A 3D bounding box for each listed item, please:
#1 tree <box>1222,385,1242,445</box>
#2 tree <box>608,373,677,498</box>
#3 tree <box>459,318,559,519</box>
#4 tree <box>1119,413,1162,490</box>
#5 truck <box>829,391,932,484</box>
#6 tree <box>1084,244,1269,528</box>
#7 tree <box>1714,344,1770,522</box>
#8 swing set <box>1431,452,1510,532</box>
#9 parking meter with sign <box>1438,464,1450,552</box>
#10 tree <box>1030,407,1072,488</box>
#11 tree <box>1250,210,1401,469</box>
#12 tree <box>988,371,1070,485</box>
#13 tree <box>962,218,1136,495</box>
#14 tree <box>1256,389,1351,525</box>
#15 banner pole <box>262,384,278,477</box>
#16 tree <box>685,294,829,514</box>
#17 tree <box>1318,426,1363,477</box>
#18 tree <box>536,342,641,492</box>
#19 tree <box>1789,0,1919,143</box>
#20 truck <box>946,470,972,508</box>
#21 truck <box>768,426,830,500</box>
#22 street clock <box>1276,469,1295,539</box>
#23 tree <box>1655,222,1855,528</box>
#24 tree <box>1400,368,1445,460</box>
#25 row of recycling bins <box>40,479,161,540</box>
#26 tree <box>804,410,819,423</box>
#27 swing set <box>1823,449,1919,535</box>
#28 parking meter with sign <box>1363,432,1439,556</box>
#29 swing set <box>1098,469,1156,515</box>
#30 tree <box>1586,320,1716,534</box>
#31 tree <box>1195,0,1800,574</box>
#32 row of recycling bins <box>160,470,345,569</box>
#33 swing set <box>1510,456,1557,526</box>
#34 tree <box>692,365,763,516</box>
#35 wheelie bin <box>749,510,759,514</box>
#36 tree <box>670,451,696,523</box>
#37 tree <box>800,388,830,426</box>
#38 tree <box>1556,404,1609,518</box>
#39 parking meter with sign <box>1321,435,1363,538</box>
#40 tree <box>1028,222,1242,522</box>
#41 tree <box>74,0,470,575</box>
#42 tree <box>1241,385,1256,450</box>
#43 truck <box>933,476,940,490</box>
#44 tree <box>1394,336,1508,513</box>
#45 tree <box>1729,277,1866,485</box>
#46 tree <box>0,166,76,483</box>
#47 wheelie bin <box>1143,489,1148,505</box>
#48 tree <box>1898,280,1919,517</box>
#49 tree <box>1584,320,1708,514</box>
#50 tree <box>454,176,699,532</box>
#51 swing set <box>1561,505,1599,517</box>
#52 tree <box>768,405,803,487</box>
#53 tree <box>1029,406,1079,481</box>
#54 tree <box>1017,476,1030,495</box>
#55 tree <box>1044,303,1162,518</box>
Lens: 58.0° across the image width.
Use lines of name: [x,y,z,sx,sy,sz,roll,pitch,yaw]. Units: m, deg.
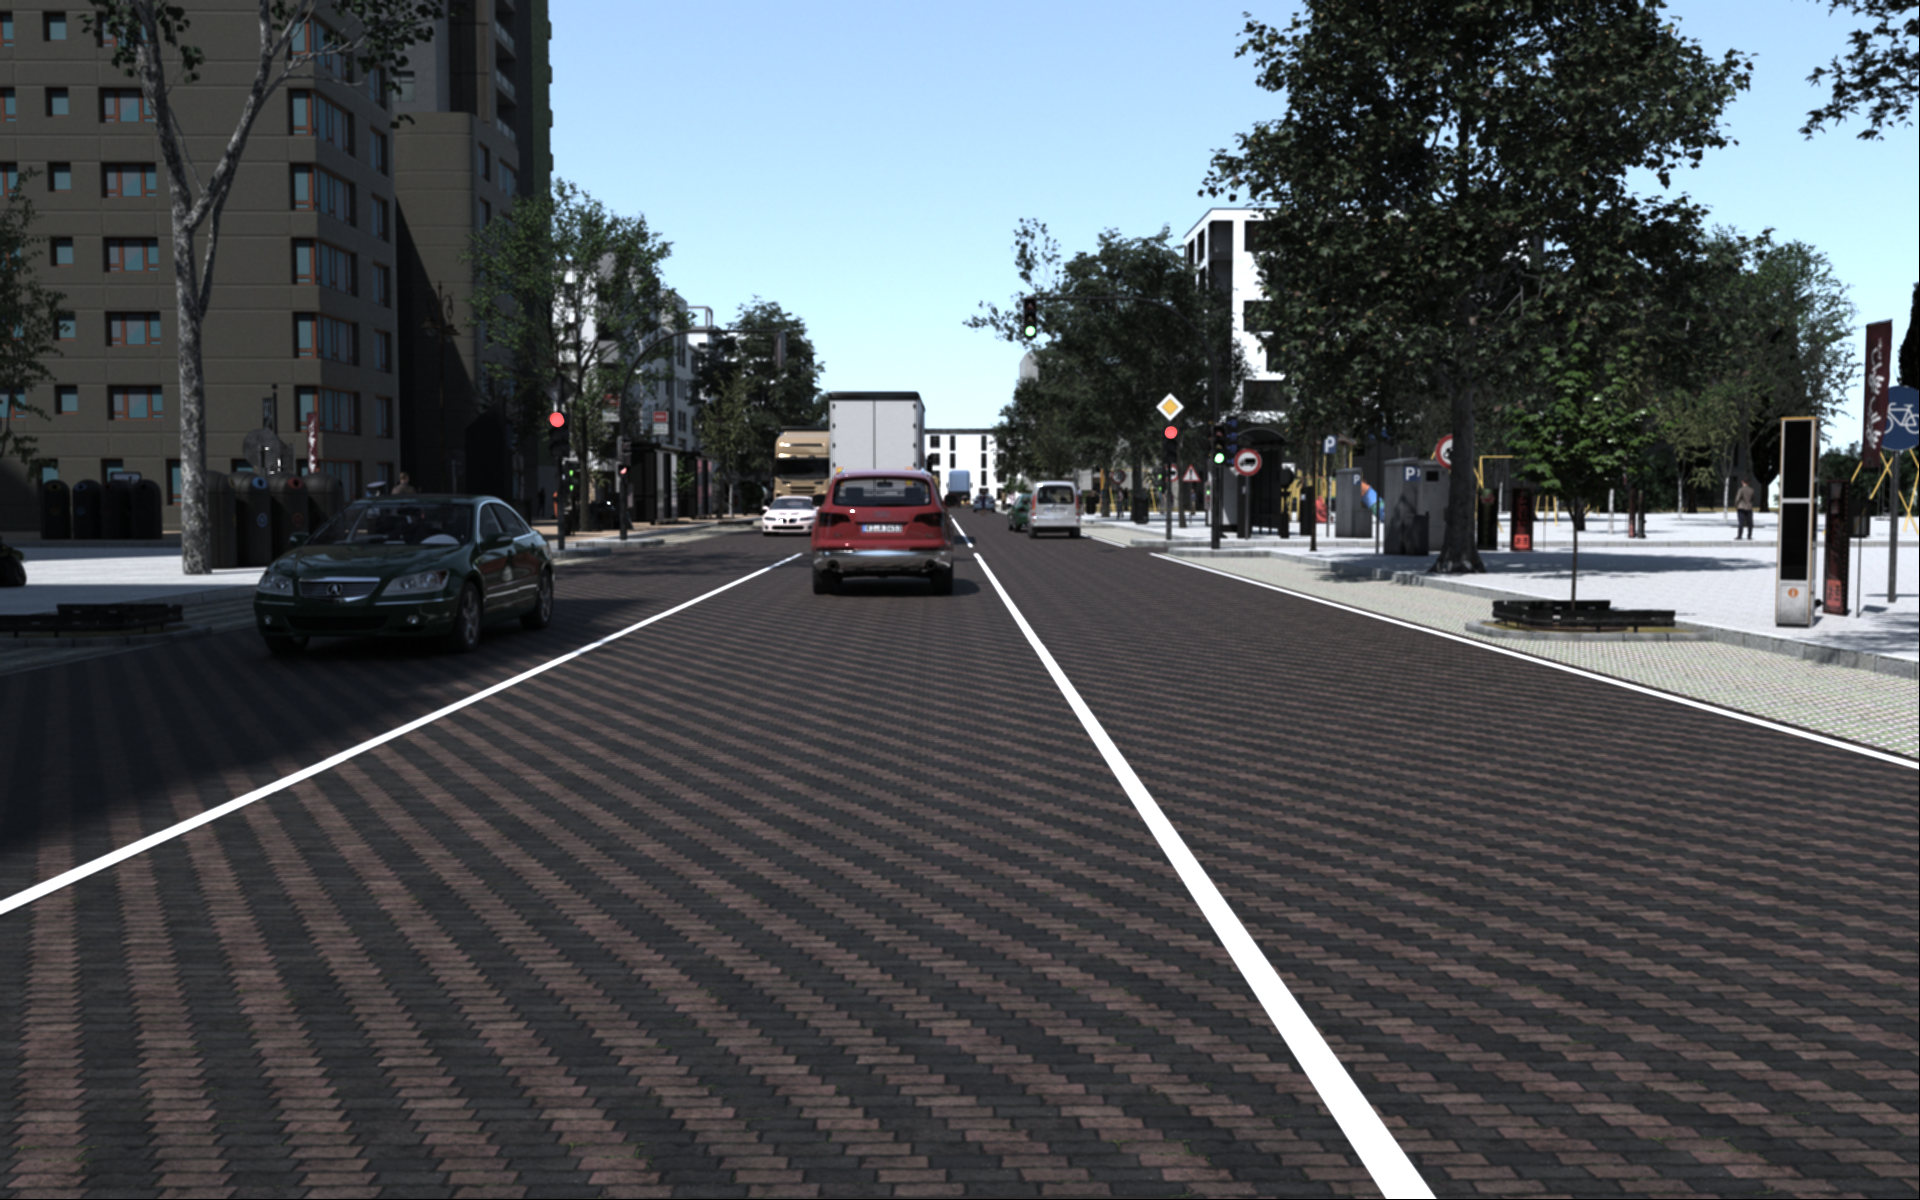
tree: [18.069,-9.995,113.780,4.360,8.622,3.978,0,3,0]
tree: [-18.741,-9.158,100.089,4.360,8.622,3.978,0,3,0]
tree: [-18.421,-7.449,72.159,4.360,8.622,3.978,0,3,0]
tree: [10.806,-9.268,101.898,4.737,8.622,4.395,0,3,0]
truck: [-2.339,-3.911,52.861,2.839,4.237,11.283,0,3,0]
tree: [8.073,-7.990,65.054,7.601,10.594,8.767,1,4,13]
tree: [34.835,-7.859,78.854,4.737,8.622,4.395,0,3,0]
swing set: [16.984,-3.813,59.970,2.862,2.851,3.119,0,4,-1]
parking meter with sign: [10.495,-2.590,38.611,1.738,3.016,0.543,0,4,-8]
tree: [7.549,-11.814,143.516,4.737,8.622,4.395,0,3,0]
tree: [24.105,-15.076,102.375,12.611,20.169,13.585,0,3,0]
tree: [7.250,-14.991,162.113,9.611,12.733,9.660,0,3,0]
tree: [6.663,-16.163,120.160,12.611,20.169,13.585,0,3,0]
tree: [15.412,-7.483,72.714,4.360,8.622,3.978,0,3,0]
banner pole: [-15.709,-3.030,39.554,0.863,3.779,0.401,3,5,44]
tree: [-13.123,-12.579,112.314,9.857,13.997,8.962,0,3,0]
tree: [25.082,-10.161,116.494,4.737,8.622,4.395,0,3,0]
tree: [-18.189,-8.124,83.189,4.737,8.622,4.395,0,3,0]
tree: [8.632,-4.670,10.761,7.601,10.594,8.767,0,4,-4]
truck: [-0.093,-12.252,190.075,2.967,4.110,18.799,0,4,0]
truck: [-6.196,-5.200,73.935,2.839,4.237,11.283,0,4,1]
street clock: [9.345,-2.765,49.771,0.471,2.002,0.358,3,5,43]
tree: [30.272,-8.610,66.529,9.928,11.665,9.643,0,3,0]
tree: [32.038,-11.694,116.945,9.928,11.665,9.643,0,3,0]
row of recycling bins: [-24.360,-2.570,49.140,3.534,1.692,1.069,0,4,5]
tree: [-12.904,-11.579,139.676,4.737,8.622,4.395,0,3,0]
swing set: [28.514,-3.399,53.194,2.862,2.851,3.119,1,4,11]
parking meter with sign: [9.306,-2.468,36.612,0.543,3.016,1.738,-1,4,-20]
swing set: [10.738,-6.887,110.228,3.119,2.851,2.862,-1,4,-17]
tree: [20.702,-6.413,55.207,4.737,8.622,4.395,0,3,0]
tree: [8.271,-6.800,28.184,9.611,12.733,9.660,0,3,0]
row of recycling bins: [-12.472,-1.465,31.065,1.069,1.692,3.534,1,4,21]
swing set: [22.796,-4.517,71.472,3.119,2.851,2.862,1,4,10]
tree: [-13.216,-9.108,99.276,4.737,8.622,4.395,0,3,0]
wheelie bin: [-12.940,-6.239,109.912,0.980,1.594,0.693,-2,4,-33]
tree: [-12.648,-5.114,78.218,1.663,3.219,1.824,0,3,0]
tree: [-14.395,-16.581,188.105,9.611,12.733,9.660,0,3,0]
tree: [31.627,-8.589,90.788,4.360,8.622,3.978,0,3,0]
parking meter with sign: [11.368,-3.331,50.719,0.543,3.016,1.738,-2,4,-32]
tree: [8.190,-10.647,80.732,9.857,13.997,8.962,0,3,0]
tree: [-10.883,-10.425,26.344,12.611,20.169,13.585,0,3,0]
tree: [17.100,-8.304,86.126,4.360,8.622,3.978,0,3,0]
truck: [-3.674,-11.458,183.266,3.469,3.379,9.791,0,4,-3]
tree: [18.441,-7.068,65.930,4.360,8.622,3.978,0,3,0]
tree: [28.409,-6.592,58.136,4.360,8.622,3.978,0,3,0]
tree: [-20.539,-5.254,36.267,4.737,8.622,4.395,0,3,0]
wheelie bin: [10.189,-5.503,97.888,0.693,1.594,0.980,2,4,35]
tree: [56.752,-12.380,104.226,18.604,14.587,13.155,-2,4,-33]
tree: [50.707,-13.180,117.317,18.604,14.587,13.155,0,4,-1]
tree: [-12.840,-8.099,58.173,9.928,11.665,9.643,0,3,0]
swing set: [34.870,-6.199,98.974,3.119,2.851,2.862,2,4,32]
tree: [-13.217,-11.051,131.043,4.360,8.622,3.978,0,3,0]
tree: [7.469,-11.458,137.701,4.360,8.622,3.978,0,3,0]
tree: [6.366,-11.244,178.432,1.663,3.219,1.824,0,3,0]
tree: [8.034,-10.265,93.586,9.928,11.665,9.643,0,3,0]
